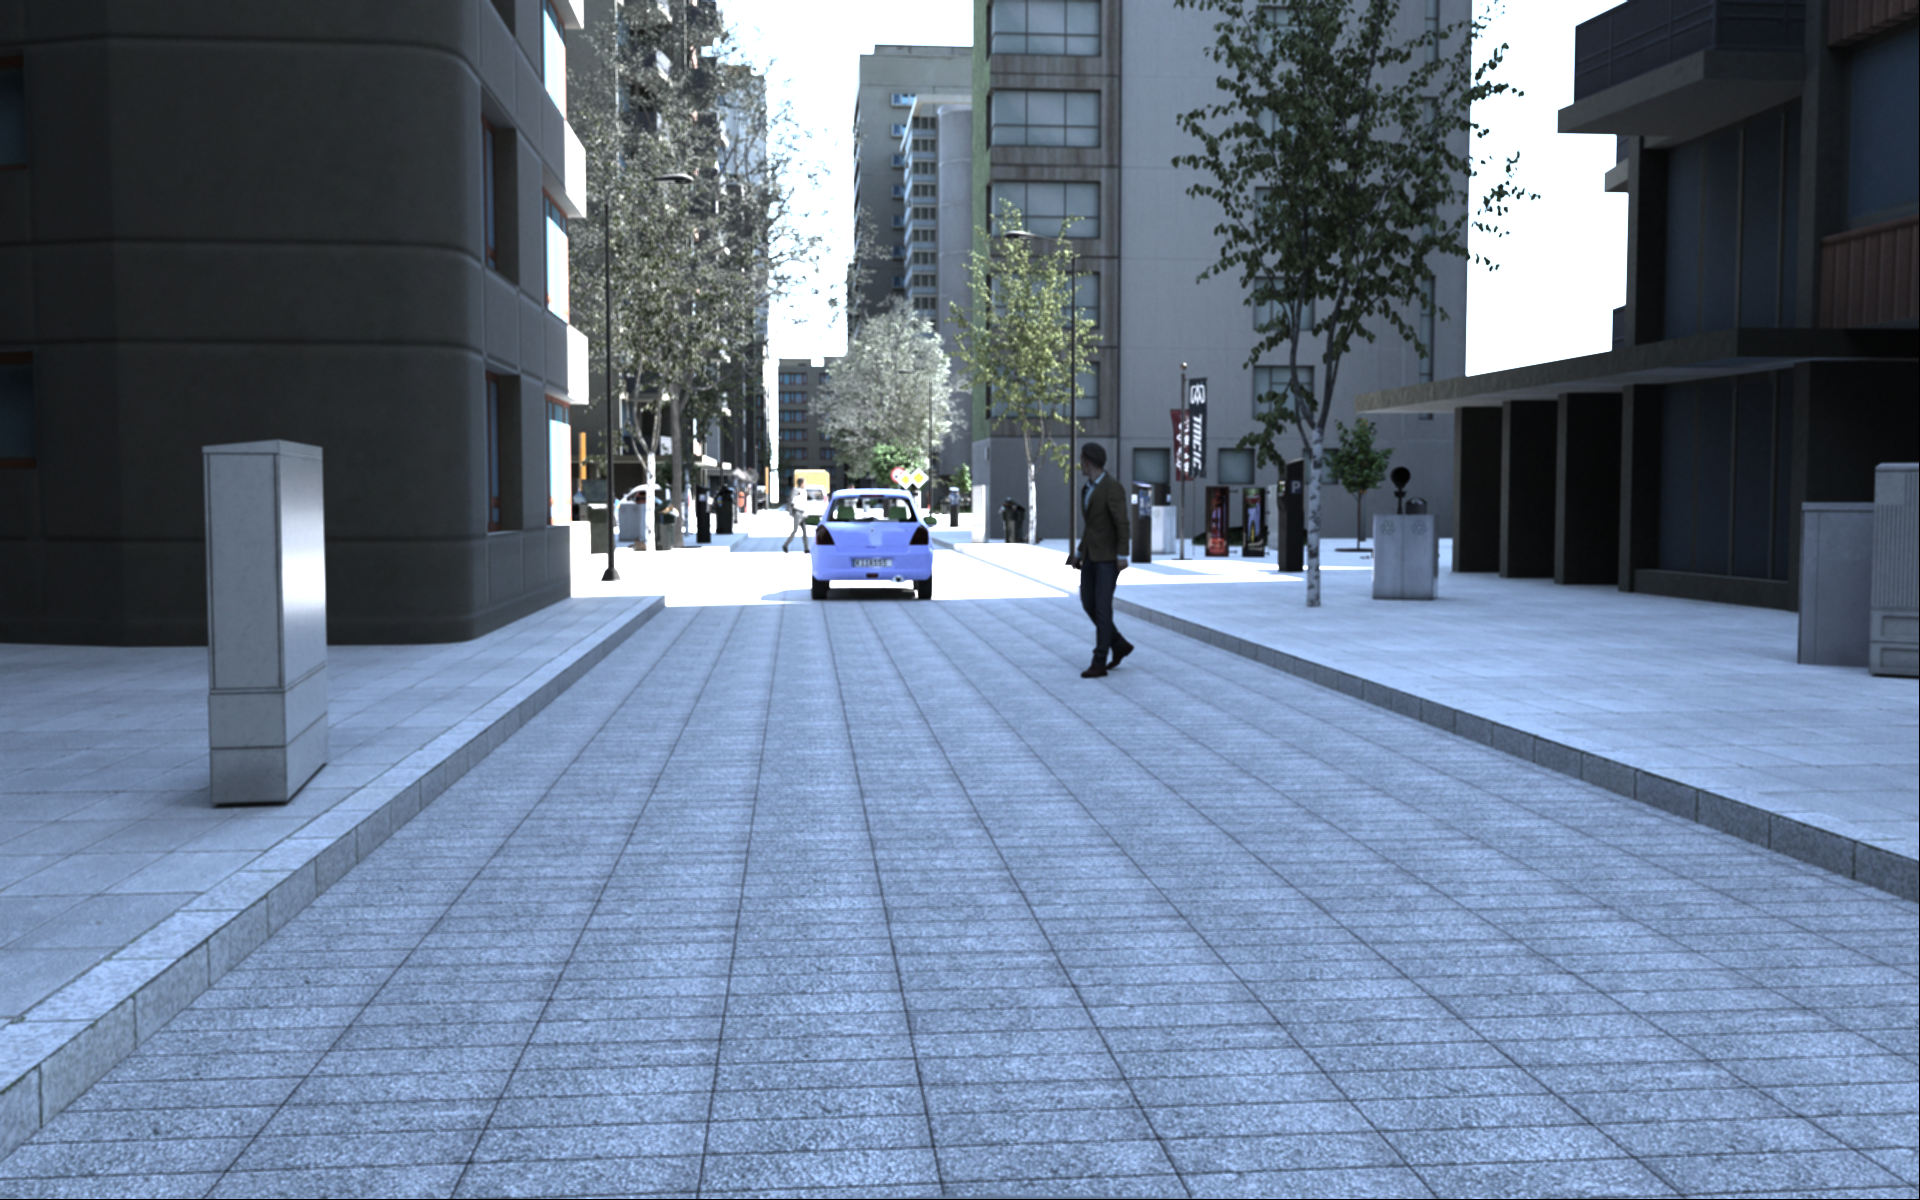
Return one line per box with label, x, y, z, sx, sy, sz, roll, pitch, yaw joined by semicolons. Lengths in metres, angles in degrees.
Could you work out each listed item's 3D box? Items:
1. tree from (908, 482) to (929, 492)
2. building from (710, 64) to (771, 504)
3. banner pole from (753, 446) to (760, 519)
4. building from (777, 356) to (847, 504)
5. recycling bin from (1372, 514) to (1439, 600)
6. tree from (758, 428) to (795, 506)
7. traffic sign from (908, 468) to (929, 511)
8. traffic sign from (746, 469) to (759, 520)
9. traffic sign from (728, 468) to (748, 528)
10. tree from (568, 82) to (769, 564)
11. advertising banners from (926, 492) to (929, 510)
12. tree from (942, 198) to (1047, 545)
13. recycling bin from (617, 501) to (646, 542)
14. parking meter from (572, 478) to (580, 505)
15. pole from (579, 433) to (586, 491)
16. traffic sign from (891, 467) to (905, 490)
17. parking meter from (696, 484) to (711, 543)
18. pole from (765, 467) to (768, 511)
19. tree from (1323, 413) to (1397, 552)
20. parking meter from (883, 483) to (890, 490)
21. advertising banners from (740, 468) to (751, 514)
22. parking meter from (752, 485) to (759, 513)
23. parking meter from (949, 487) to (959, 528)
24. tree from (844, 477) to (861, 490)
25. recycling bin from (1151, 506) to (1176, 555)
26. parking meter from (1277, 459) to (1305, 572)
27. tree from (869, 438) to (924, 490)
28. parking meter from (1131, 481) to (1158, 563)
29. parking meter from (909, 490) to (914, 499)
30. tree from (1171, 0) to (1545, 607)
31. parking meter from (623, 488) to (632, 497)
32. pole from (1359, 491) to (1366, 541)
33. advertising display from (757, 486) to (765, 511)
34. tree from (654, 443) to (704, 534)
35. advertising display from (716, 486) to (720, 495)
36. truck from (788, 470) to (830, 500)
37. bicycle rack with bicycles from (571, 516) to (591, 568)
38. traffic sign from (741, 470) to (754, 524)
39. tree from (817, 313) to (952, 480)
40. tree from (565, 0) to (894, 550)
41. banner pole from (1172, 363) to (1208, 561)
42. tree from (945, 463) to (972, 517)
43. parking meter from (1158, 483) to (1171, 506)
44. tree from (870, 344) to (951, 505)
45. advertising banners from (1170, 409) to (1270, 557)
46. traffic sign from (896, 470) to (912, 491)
tree;-3.680;-9.292;146.531;1.663;3.219;1.824;0;3;0
building;-40.520;-42.698;240.118;28.212;58.520;21.231;0;4;-5
banner pole;-10.715;-6.175;90.973;0.401;3.779;0.863;0;4;-8
building;-11.413;-24.622;247.616;28.899;21.520;27.650;0;4;-5
recycling bin;5.487;-0.535;21.304;0.722;1.027;0.722;1;4;20
tree;-20.667;-14.829;192.819;4.737;8.622;4.395;0;3;0
traffic sign;-1.574;-3.797;65.723;0.795;2.450;0.064;0;4;-5
traffic sign;-10.415;-5.274;86.333;0.768;2.556;0.104;0;4;2
traffic sign;-8.341;-3.760;65.120;0.795;2.450;0.064;0;4;-5
tree;-5.652;-4.986;31.883;4.360;8.622;3.978;0;3;0
advertising banners;-2.549;-8.832;140.584;0.090;3.025;2.074;1;4;9
tree;1.728;-5.662;42.944;4.737;8.622;4.395;0;3;0
recycling bin;-8.787;-2.103;46.940;0.722;1.027;0.722;1;4;15
parking meter;-13.624;-3.435;61.878;0.255;1.863;0.399;2;4;32
pole;-12.551;-3.901;57.626;0.158;3.312;0.155;0;3;0
traffic sign;-2.854;-4.937;80.818;0.768;2.556;0.104;0;4;0
parking meter;-6.738;-2.268;45.490;0.372;1.533;0.369;0;3;0
pole;-14.705;-8.432;131.703;0.158;3.312;0.155;0;3;0
tree;8.986;-2.693;38.632;1.663;3.219;1.824;0;3;0
parking meter;-3.917;-5.240;91.379;0.399;1.863;0.255;0;4;-6
advertising banners;-14.113;-7.211;114.086;0.090;3.025;2.074;1;4;14
parking meter;-13.566;-6.668;114.728;0.399;1.863;0.255;0;4;8
parking meter;-0.217;-3.530;66.119;0.372;1.533;0.369;0;3;0
tree;-10.625;-10.734;170.094;1.663;3.219;1.824;0;3;0
recycling bin;4.176;-1.500;37.079;0.722;1.027;0.722;2;4;27
parking meter;5.445;-1.395;28.521;0.399;1.863;0.255;-1;4;-22
tree;-3.478;-6.885;96.278;4.285;4.588;4.351;0;3;0
parking meter;3.389;-1.463;32.339;0.372;1.533;0.369;0;3;0
parking meter;-3.115;-6.412;113.242;0.372;1.533;0.369;0;3;0
tree;4.223;-4.241;19.697;4.737;8.622;4.395;0;3;0
parking meter;-14.184;-4.008;73.942;0.372;1.533;0.369;0;3;0
pole;10.893;-3.242;46.847;0.158;3.312;0.155;0;3;0
advertising display;-15.577;-7.929;134.854;0.974;1.923;0.123;-2;4;-32
tree;-9.200;-3.766;56.182;1.663;3.219;1.824;0;3;0
advertising display;-20.091;-8.573;145.375;0.974;1.923;0.123;3;4;36
truck;-12.044;-8.802;139.836;3.469;3.379;9.791;0;4;-7
bicycle rack with bicycles;-7.319;-0.940;28.759;2.852;0.926;2.925;0;4;-3
traffic sign;-9.076;-4.246;73.072;0.795;2.450;0.064;0;4;-5
tree;-5.123;-13.037;119.811;9.857;13.997;8.962;0;3;0
tree;-6.579;-7.934;40.091;12.009;13.543;11.850;0;3;0
banner pole;4.413;-2.632;33.050;0.401;3.779;0.863;-3;4;-38
tree;0.243;-6.339;98.242;1.663;3.219;1.824;0;3;0
parking meter;4.649;-1.921;39.815;0.372;1.533;0.369;0;3;0
tree;-2.246;-8.183;84.147;4.360;8.622;3.978;0;3;0
advertising banners;5.296;-2.399;35.416;2.074;3.025;0.090;1;4;22
traffic sign;-2.309;-4.283;73.674;0.795;2.450;0.064;0;4;-5
